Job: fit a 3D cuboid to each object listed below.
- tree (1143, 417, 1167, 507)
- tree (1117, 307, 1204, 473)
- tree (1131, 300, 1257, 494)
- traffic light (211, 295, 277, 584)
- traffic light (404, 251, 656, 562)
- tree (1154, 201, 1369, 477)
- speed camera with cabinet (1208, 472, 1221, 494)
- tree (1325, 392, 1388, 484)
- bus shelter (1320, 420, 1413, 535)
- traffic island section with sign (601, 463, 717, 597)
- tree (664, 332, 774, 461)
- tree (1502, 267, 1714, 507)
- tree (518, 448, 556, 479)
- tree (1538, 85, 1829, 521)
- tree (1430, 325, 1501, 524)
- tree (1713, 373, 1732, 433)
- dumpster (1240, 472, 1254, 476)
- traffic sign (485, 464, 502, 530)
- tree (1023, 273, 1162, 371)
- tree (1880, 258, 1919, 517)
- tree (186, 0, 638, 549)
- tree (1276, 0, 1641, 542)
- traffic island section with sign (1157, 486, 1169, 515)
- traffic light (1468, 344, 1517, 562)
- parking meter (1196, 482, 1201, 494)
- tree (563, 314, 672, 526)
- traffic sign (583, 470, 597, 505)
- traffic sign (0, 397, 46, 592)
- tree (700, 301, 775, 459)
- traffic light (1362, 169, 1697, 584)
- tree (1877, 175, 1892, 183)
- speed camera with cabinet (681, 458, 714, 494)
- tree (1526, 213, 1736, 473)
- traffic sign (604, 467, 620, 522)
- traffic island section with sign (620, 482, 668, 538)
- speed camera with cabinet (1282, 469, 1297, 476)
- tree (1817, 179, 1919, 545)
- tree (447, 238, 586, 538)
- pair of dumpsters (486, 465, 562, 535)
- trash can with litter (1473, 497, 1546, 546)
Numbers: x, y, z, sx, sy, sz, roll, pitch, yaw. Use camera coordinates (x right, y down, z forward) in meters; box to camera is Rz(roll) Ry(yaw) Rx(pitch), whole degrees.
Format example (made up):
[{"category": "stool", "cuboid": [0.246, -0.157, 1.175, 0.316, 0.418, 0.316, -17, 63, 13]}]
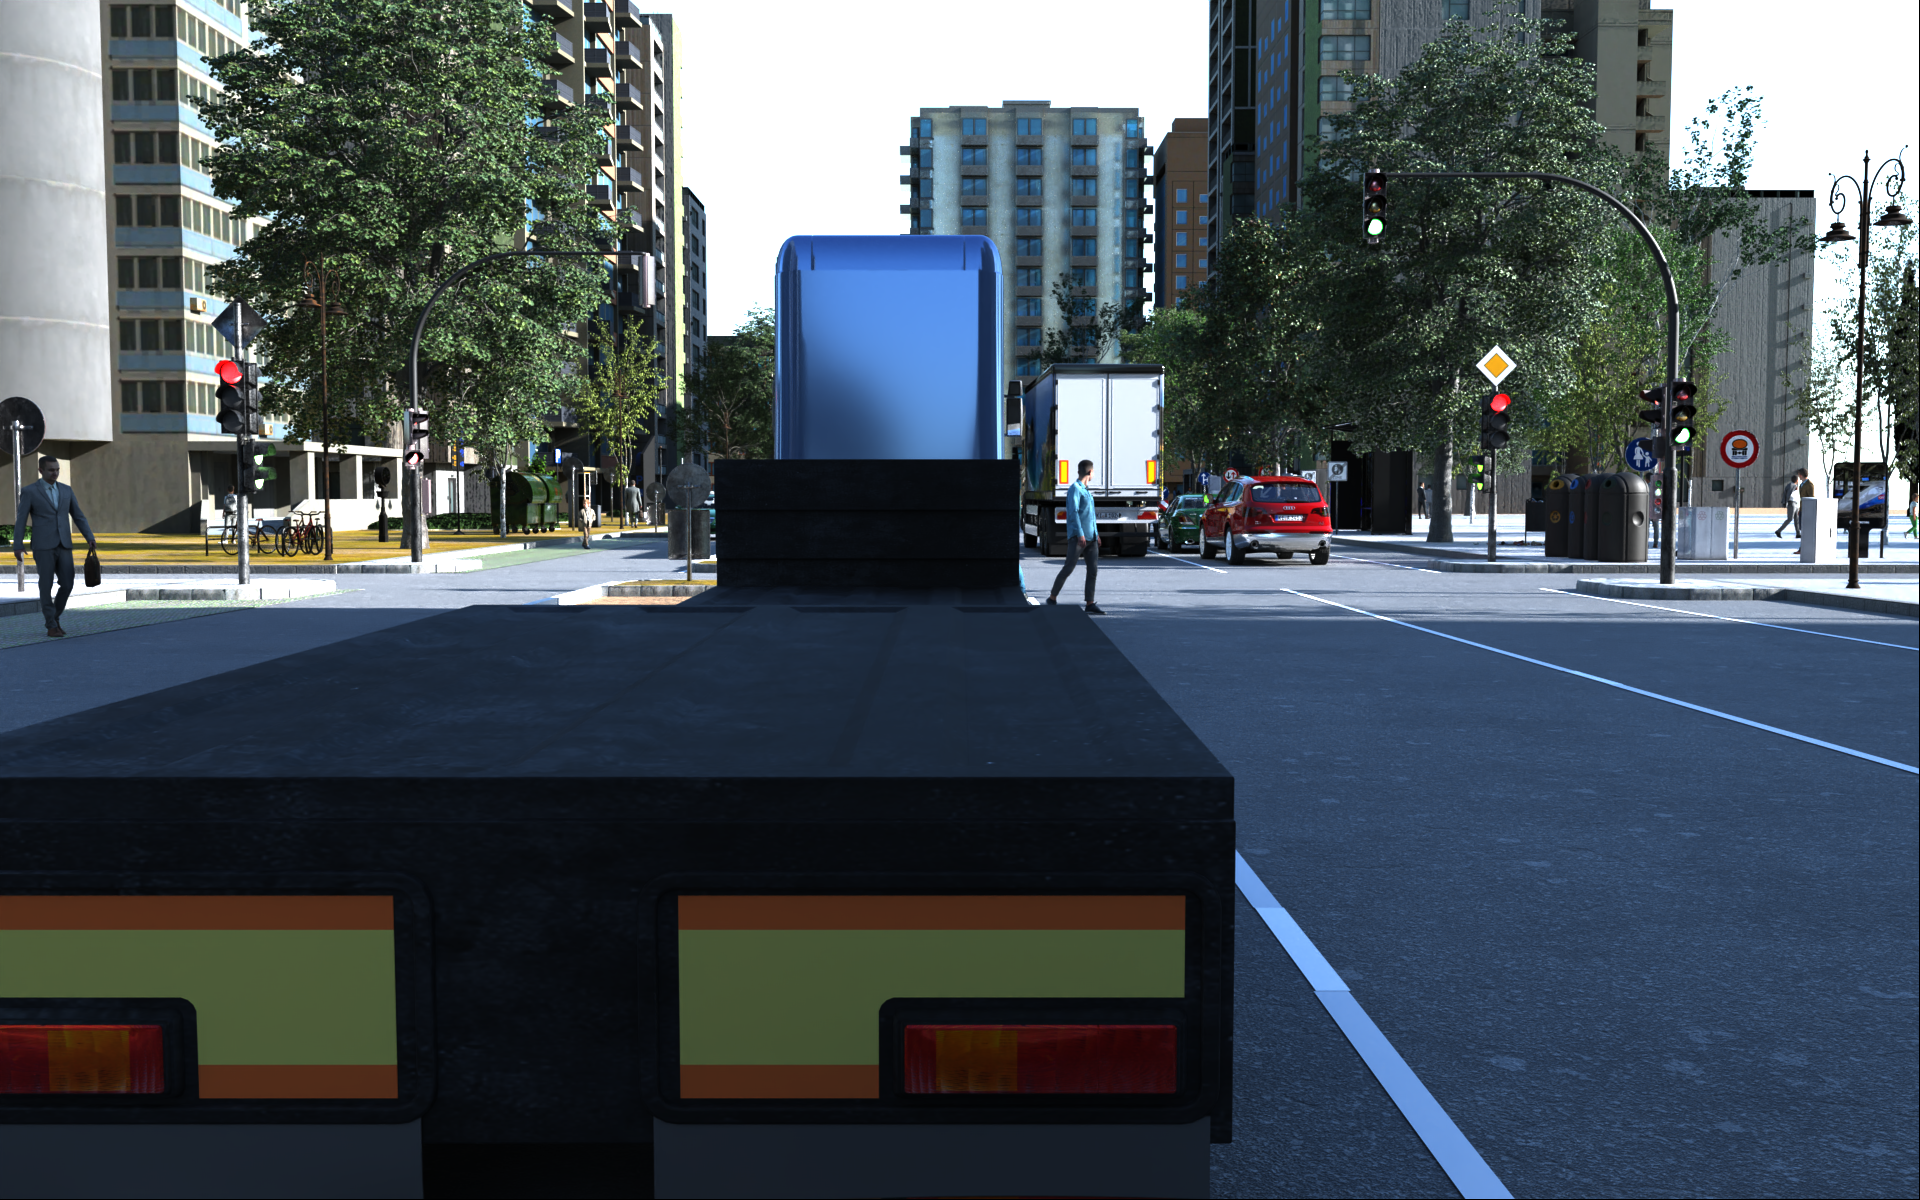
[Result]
[{"category": "tree", "cuboid": [11.955, -9.982, 113.562, 4.360, 8.622, 3.978, 0, 3, 0]}, {"category": "tree", "cuboid": [12.437, -11.450, 105.326, 7.486, 12.596, 7.792, 0, 3, 0]}, {"category": "tree", "cuboid": [12.416, -10.084, 90.626, 9.928, 11.665, 9.643, 0, 3, 0]}, {"category": "traffic light", "cuboid": [-10.174, -2.179, 24.540, 0.839, 4.253, 0.868, 0, 4, 0]}, {"category": "traffic light", "cuboid": [-8.128, -3.542, 32.572, 4.771, 5.953, 1.251, 0, 4, 0]}, {"category": "tree", "cuboid": [12.450, -9.264, 68.471, 9.611, 12.733, 9.660, 0, 3, 0]}, {"category": "speed camera with cabinet", "cuboid": [12.643, -5.580, 85.576, 0.660, 3.252, 2.038, 0, 4, 3]}, {"category": "tree", "cuboid": [20.005, -8.510, 89.497, 4.360, 8.622, 3.978, 0, 3, 0]}, {"category": "bus shelter", "cuboid": [13.400, -4.035, 57.262, 1.731, 3.624, 6.357, 0, 4, 0]}, {"category": "traffic island section with sign", "cuboid": [-4.000, -1.028, 24.944, 2.006, 1.907, 1.989, 0, 4, 0]}, {"category": "tree", "cuboid": [-13.703, -10.172, 100.720, 7.601, 10.594, 8.767, -1, 4, -14]}, {"category": "tree", "cuboid": [20.769, -6.458, 55.946, 4.737, 8.622, 4.395, 0, 3, 0]}, {"category": "tree", "cuboid": [-17.717, -4.791, 72.926, 1.663, 3.219, 1.824, 0, 3, 0]}, {"category": "tree", "cuboid": [33.824, -13.725, 80.300, 12.611, 20.169, 13.585, 0, 3, 0]}, {"category": "tree", "cuboid": [22.046, -7.592, 74.488, 4.737, 8.622, 4.395, 0, 3, 0]}, {"category": "tree", "cuboid": [38.103, -8.591, 90.821, 4.737, 8.622, 4.395, 0, 3, 0]}, {"category": "dumpster", "cuboid": [14.554, -4.974, 83.822, 1.502, 2.255, 1.985, 0, 4, -1]}, {"category": "traffic sign", "cuboid": [-15.970, -3.497, 59.301, 0.606, 2.300, 0.079, 0, 4, 7]}, {"category": "tree", "cuboid": [10.560, -18.010, 150.348, 12.611, 20.169, 13.585, 0, 3, 0]}, {"category": "tree", "cuboid": [59.533, -11.874, 95.967, 18.604, 14.587, 13.155, -3, 4, -37]}, {"category": "tree", "cuboid": [-12.709, -8.176, 40.328, 9.857, 13.997, 8.962, 0, 3, 0]}, {"category": "tree", "cuboid": [12.815, -8.519, 45.948, 9.857, 13.997, 8.962, 0, 3, 0]}, {"category": "traffic island section with sign", "cuboid": [9.795, -4.707, 85.580, 1.989, 1.847, 2.006, 0, 4, 0]}, {"category": "traffic light", "cuboid": [10.042, -2.675, 32.656, 0.839, 4.253, 0.868, 0, 4, 0]}, {"category": "parking meter", "cuboid": [11.705, -4.848, 84.971, 0.255, 1.863, 0.399, 0, 4, 7]}, {"category": "tree", "cuboid": [-13.760, -7.317, 70.003, 4.737, 8.622, 4.395, 0, 3, 0]}, {"category": "traffic sign", "cuboid": [-16.049, -4.465, 75.128, 0.606, 2.300, 0.079, 0, 4, 4]}, {"category": "traffic sign", "cuboid": [-12.333, -1.381, 22.679, 0.768, 2.556, 0.104, 0, 4, 6]}, {"category": "tree", "cuboid": [-12.757, -12.800, 115.932, 9.857, 13.997, 8.962, 0, 3, 0]}, {"category": "traffic light", "cuboid": [7.996, -3.049, 24.518, 4.771, 5.953, 1.251, 0, 4, 0]}, {"category": "tree", "cuboid": [21.356, -5.339, 37.658, 4.360, 8.622, 3.978, 0, 3, 0]}, {"category": "speed camera with cabinet", "cuboid": [-14.573, -6.173, 95.265, 2.038, 3.252, 0.660, 0, 4, -6]}, {"category": "tree", "cuboid": [24.253, -8.411, 63.280, 9.928, 11.665, 9.643, 0, 3, 0]}, {"category": "traffic sign", "cuboid": [-16.187, -4.916, 80.484, 0.768, 2.556, 0.104, 0, 4, 4]}, {"category": "traffic island section with sign", "cuboid": [-10.077, -2.975, 57.265, 1.989, 1.847, 2.006, 0, 4, 0]}, {"category": "speed camera with cabinet", "cuboid": [14.496, -5.058, 77.035, 0.660, 3.252, 2.038, 2, 4, 24]}, {"category": "tree", "cuboid": [23.451, -5.684, 43.289, 4.360, 8.622, 3.978, 0, 3, 0]}, {"category": "tree", "cuboid": [-13.299, -6.139, 50.740, 4.360, 8.622, 3.978, 0, 3, 0]}, {"category": "pair of dumpsters", "cuboid": [-14.160, -3.292, 56.319, 1.574, 2.255, 4.437, 0, 4, 0]}, {"category": "trash can with litter", "cuboid": [14.085, -1.983, 43.478, 2.233, 1.210, 1.678, 2, 4, 29]}]
